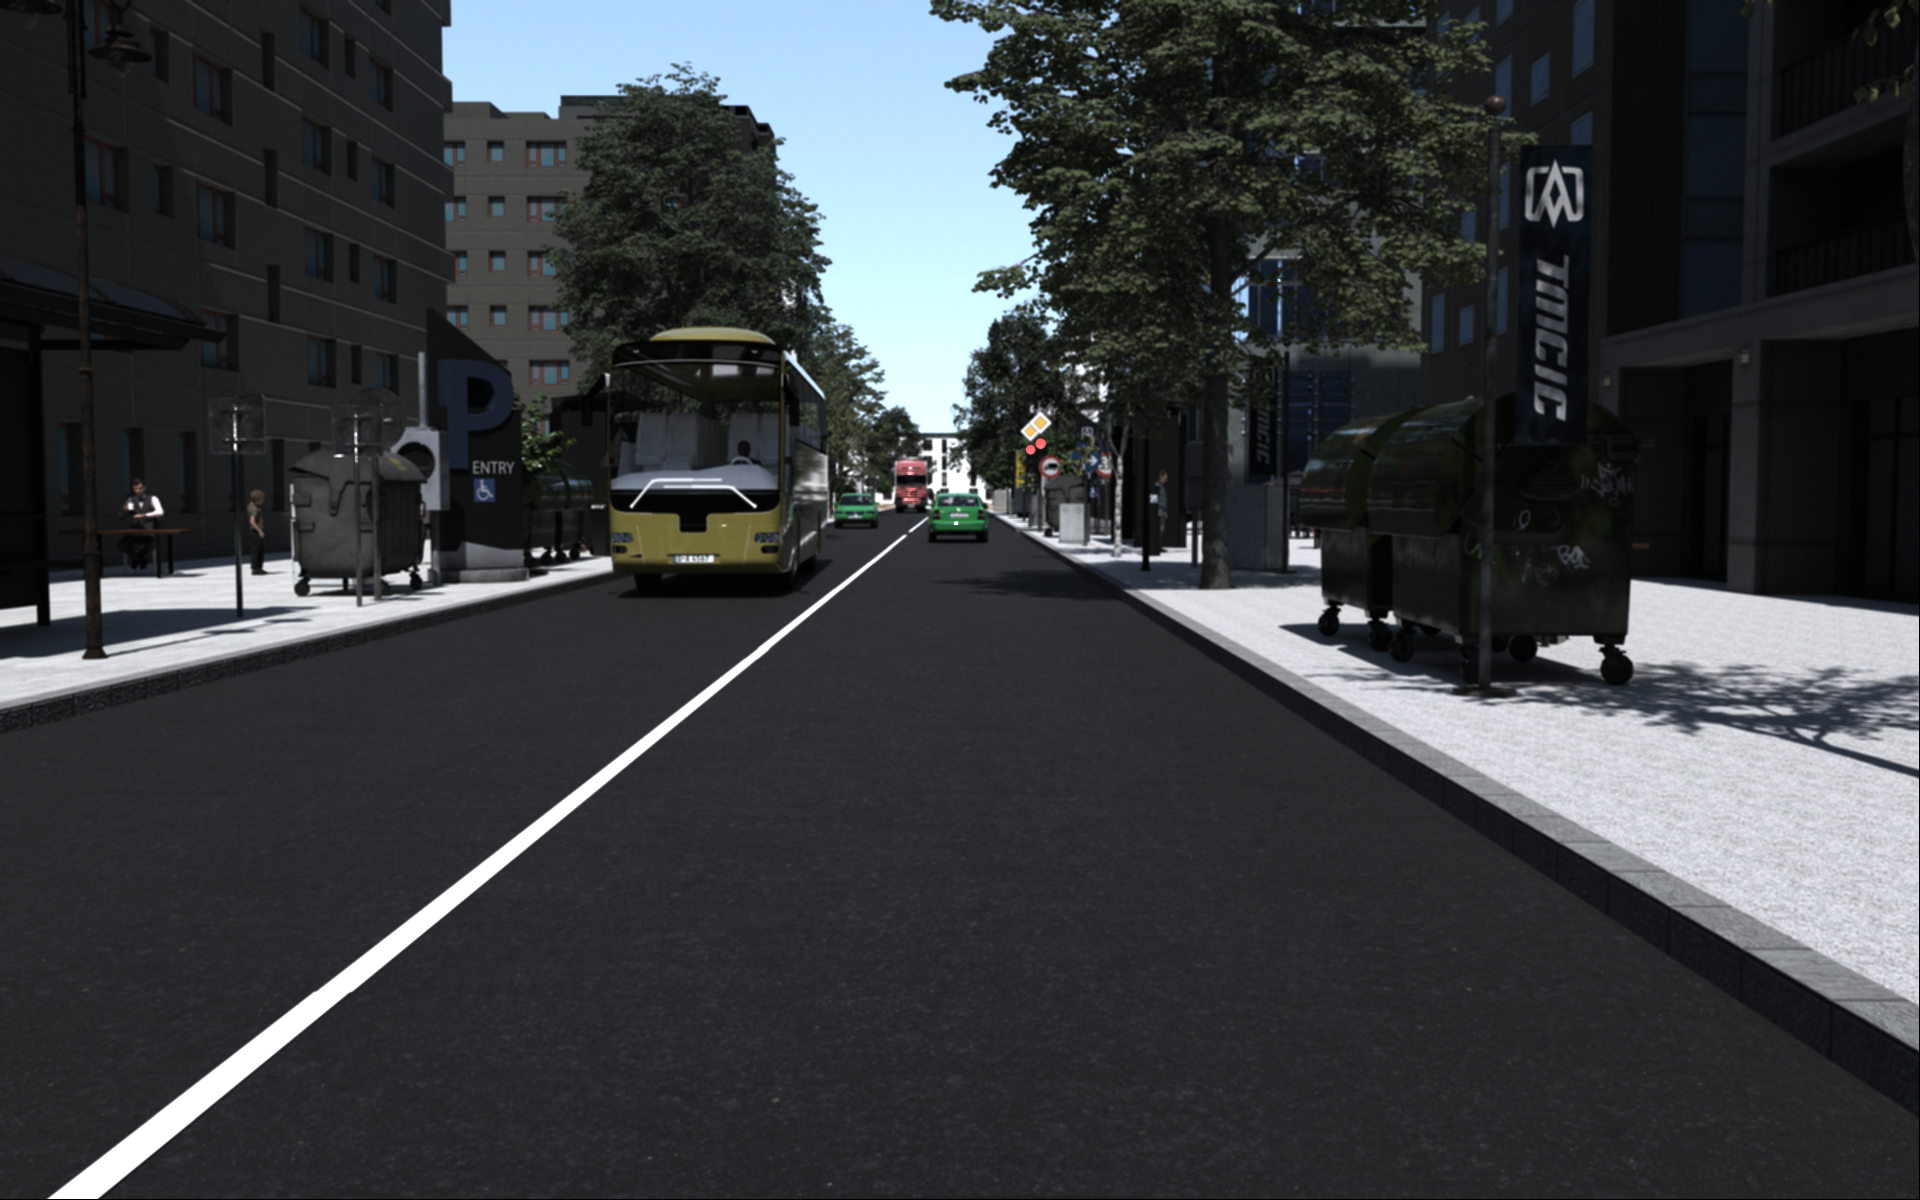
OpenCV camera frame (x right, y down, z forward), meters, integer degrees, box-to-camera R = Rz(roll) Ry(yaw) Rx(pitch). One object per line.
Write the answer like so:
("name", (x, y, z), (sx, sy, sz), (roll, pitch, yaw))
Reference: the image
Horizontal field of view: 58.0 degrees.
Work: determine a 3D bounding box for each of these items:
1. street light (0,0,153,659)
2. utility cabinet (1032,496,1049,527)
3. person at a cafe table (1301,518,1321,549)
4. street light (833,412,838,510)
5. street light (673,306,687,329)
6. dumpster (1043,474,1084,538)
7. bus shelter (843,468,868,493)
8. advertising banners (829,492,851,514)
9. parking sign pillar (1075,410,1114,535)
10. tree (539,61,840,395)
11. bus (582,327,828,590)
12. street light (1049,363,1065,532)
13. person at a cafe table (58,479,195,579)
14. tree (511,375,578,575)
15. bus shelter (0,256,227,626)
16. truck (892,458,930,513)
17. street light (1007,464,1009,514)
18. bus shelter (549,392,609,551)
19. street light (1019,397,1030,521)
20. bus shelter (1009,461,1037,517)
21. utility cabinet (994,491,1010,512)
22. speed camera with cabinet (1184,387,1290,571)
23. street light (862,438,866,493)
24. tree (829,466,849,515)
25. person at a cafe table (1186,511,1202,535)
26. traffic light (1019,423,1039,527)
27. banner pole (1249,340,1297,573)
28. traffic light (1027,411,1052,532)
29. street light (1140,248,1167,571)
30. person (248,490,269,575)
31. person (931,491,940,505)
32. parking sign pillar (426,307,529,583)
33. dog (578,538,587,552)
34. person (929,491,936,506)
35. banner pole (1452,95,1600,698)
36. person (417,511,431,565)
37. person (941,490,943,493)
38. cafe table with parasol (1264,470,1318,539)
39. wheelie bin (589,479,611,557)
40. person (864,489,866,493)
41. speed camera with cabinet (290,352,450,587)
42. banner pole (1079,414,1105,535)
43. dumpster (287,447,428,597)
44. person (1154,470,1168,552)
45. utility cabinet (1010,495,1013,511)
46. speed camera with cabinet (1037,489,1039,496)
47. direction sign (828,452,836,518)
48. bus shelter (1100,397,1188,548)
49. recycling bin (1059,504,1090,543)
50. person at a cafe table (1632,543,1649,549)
("street light", (-6.751, -2.480, 13.338), (0.468, 5.910, 1.993), (0, 3, 0))
("utility cabinet", (3.203, -3.525, 68.789), (0.306, 1.237, 1.020), (-2, 4, -28))
("person at a cafe table", (9.009, -1.982, 40.918), (1.698, 1.524, 1.622), (1, 4, 18))
("street light", (-6.897, -7.539, 96.049), (0.468, 5.910, 1.993), (0, 3, 0))
("street light", (-6.874, -4.274, 42.676), (0.468, 5.910, 1.993), (0, 3, 0))
("dumpster", (3.147, -2.807, 51.645), (1.264, 1.857, 1.865), (0, 3, 0))
("bus shelter", (-8.393, -8.824, 138.204), (2.014, 3.302, 5.546), (0, 4, 0))
("advertising banners", (-8.762, -7.948, 126.145), (2.074, 3.025, 0.090), (2, 4, 29))
("parking sign pillar", (4.306, -4.083, 55.236), (1.447, 3.967, 1.447), (1, 4, 15))
("tree", (-7.834, -8.880, 51.839), (9.857, 13.997, 8.962), (0, 3, 0))
("bus", (-3.775, -2.304, 29.213), (2.896, 3.916, 12.252), (0, 4, -2))
("street light", (3.252, -5.223, 58.190), (0.468, 5.910, 1.993), (0, 3, 0))
("person at a cafe table", (-12.841, -1.126, 26.921), (1.698, 1.524, 1.622), (-1, 4, -11))
("tree", (-7.256, -2.032, 27.826), (1.663, 3.219, 1.824), (0, 3, 0))
("bus shelter", (-8.192, -1.247, 14.318), (2.014, 3.302, 5.546), (0, 4, 0))
("truck", (-3.843, -8.953, 135.301), (2.839, 4.237, 11.283), (0, 4, -2))
("street light", (3.110, -8.528, 112.214), (0.468, 5.910, 1.993), (0, 3, 0))
("bus shelter", (-8.449, -3.119, 42.275), (1.731, 3.624, 6.357), (0, 3, 0))
("street light", (3.084, -6.743, 83.038), (0.468, 5.910, 1.993), (0, 3, 0))
("bus shelter", (3.698, -6.056, 92.931), (2.014, 3.302, 5.546), (0, 3, 0))
("utility cabinet", (3.026, -7.105, 124.849), (1.173, 1.500, 0.318), (0, 4, -8))
("speed camera with cabinet", (4.738, -2.162, 29.680), (0.660, 3.252, 2.038), (-2, 4, -35))
("street light", (-7.028, -9.361, 125.846), (0.468, 5.910, 1.993), (0, 3, 0))
("tree", (-7.724, -6.743, 104.851), (1.663, 3.219, 1.824), (0, 3, 0))
("person at a cafe table", (7.329, -2.865, 55.364), (1.622, 1.524, 1.698), (3, 4, 37))
("traffic light", (2.686, -4.755, 66.660), (0.839, 4.253, 0.868), (0, 3, 0))
("banner pole", (5.058, -2.325, 28.034), (0.863, 3.779, 0.401), (-1, 4, -11))
("traffic light", (2.698, -4.266, 58.675), (0.839, 4.253, 0.868), (0, 3, 0))
("street light", (3.108, -3.426, 28.809), (0.468, 5.910, 1.993), (0, 3, 0))
("person", (-11.101, -1.070, 27.441), (0.340, 1.345, 0.435), (-2, 4, -33))
("person", (-1.050, -4.338, 81.387), (0.435, 1.587, 0.963), (1, 4, 19))
("parking sign pillar", (-7.111, -2.262, 25.448), (1.447, 3.967, 1.447), (3, 5, 44))
("dog", (-8.479, -1.258, 38.307), (0.550, 0.427, 0.748), (2, 4, 28))
("person", (-3.130, -11.702, 199.843), (1.348, 1.821, 0.705), (2, 4, 27))
("banner pole", (3.593, -1.283, 10.990), (0.863, 3.779, 0.401), (0, 4, 0))
("person", (-9.706, -1.524, 31.506), (0.990, 1.755, 0.434), (-1, 4, -22))
("person", (-1.444, -7.749, 135.921), (0.376, 1.734, 0.841), (-3, 4, -39))
("cafe table with parasol", (9.745, -2.760, 49.999), (2.610, 1.966, 2.610), (-3, 4, -36))
("wheelie bin", (-7.250, -1.704, 35.772), (0.980, 1.594, 0.693), (3, 5, 40))
("person", (-7.932, -8.258, 141.883), (0.431, 1.722, 0.655), (-2, 4, -24))
("speed camera with cabinet", (-8.184, -1.817, 24.036), (2.038, 3.252, 0.660), (0, 4, -2))
("banner pole", (4.108, -3.908, 53.906), (0.863, 3.779, 0.401), (-1, 4, -17))
("dumpster", (-7.749, -1.013, 22.327), (1.264, 1.857, 1.865), (0, 4, 0))
("person", (4.462, -1.975, 38.458), (0.434, 1.807, 0.598), (2, 4, 34))
("utility cabinet", (3.726, -7.214, 129.118), (1.020, 1.237, 0.306), (-1, 4, -20))
("speed camera with cabinet", (4.540, -5.577, 85.515), (0.660, 3.252, 2.038), (2, 4, 33))
("direction sign", (-7.152, -6.250, 94.182), (0.876, 3.537, 0.379), (-2, 4, -34))
("bus shelter", (4.640, -3.244, 44.321), (1.731, 3.624, 6.357), (0, 4, 0))
("recycling bin", (3.026, -2.026, 45.683), (0.722, 1.027, 0.722), (1, 4, 14))
("person at a cafe table", (6.560, -0.670, 19.471), (1.622, 1.524, 1.698), (-3, 5, -44))
